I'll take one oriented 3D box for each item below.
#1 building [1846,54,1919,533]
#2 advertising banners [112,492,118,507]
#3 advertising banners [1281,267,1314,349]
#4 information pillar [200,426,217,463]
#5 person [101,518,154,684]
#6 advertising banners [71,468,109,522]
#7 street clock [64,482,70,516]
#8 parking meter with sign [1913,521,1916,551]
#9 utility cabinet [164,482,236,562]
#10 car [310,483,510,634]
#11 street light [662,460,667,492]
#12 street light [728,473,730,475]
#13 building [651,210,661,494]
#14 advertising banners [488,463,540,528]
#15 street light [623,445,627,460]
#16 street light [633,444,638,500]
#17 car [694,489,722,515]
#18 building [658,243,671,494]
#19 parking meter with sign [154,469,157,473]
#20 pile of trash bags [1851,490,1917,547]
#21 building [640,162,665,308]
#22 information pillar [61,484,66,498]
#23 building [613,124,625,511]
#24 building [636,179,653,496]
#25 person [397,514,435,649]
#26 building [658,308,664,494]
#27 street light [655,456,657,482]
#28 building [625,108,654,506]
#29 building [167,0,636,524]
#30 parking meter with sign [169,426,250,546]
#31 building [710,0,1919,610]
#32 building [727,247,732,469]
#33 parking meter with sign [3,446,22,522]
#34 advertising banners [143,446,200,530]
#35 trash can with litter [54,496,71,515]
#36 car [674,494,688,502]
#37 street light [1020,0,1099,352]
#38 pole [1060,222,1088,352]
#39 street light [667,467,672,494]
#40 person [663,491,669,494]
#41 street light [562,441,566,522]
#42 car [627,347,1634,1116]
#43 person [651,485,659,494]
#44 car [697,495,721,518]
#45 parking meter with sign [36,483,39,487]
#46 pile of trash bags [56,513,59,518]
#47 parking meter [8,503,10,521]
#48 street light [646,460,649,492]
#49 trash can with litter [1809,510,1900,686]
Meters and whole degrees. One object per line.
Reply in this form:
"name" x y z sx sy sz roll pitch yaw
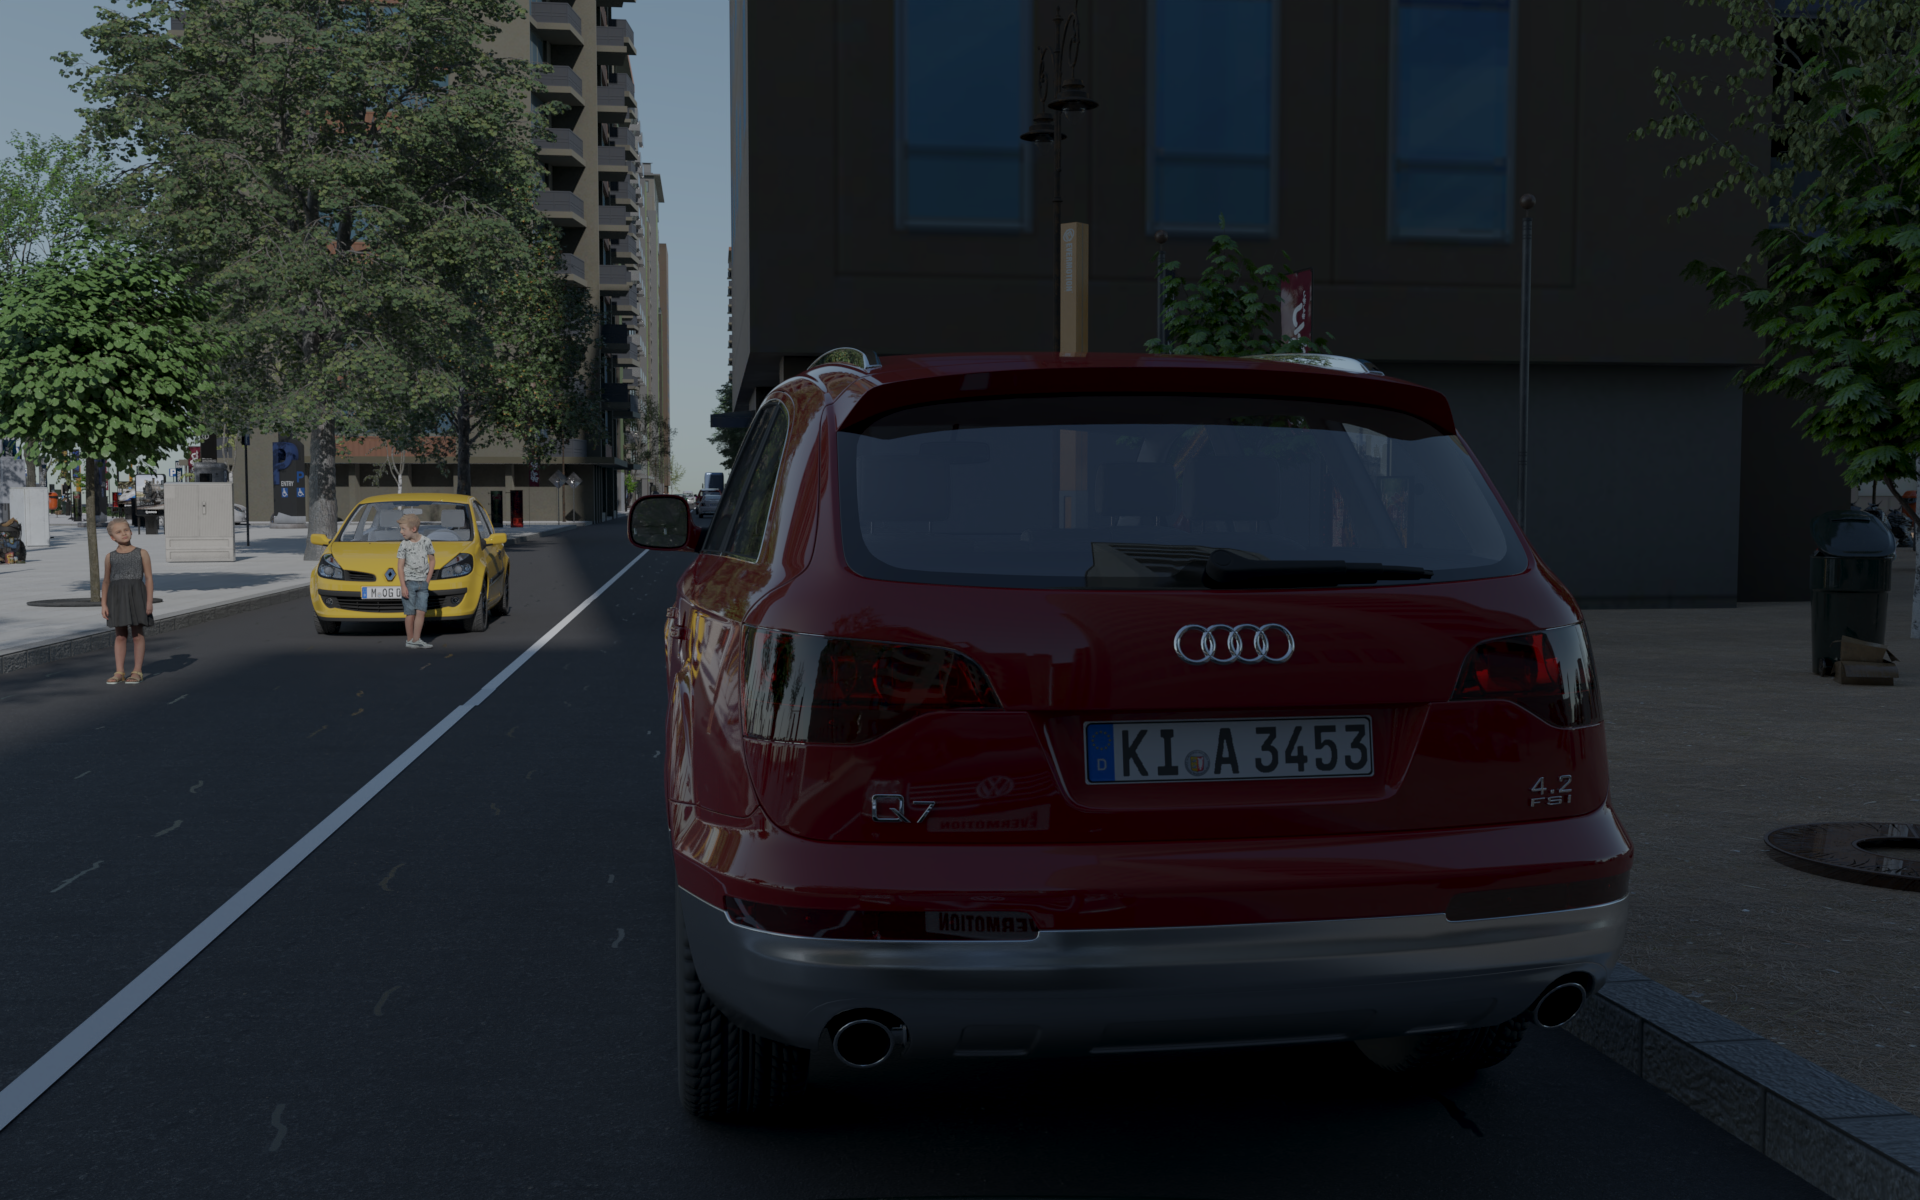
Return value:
"building" 28.390 -38.295 64.373 20.611 71.187 20.563 -1 4 -8
"advertising banners" -63.782 -8.235 130.836 2.074 3.025 0.090 0 4 -7
"advertising banners" 2.864 -1.023 12.913 0.090 3.025 2.074 -1 4 -17
"information pillar" -23.045 -3.778 53.130 0.504 3.616 0.183 -3 5 -42
"person" -6.316 0.002 13.145 0.362 1.253 0.373 0 4 -7
"advertising banners" -40.279 -5.135 80.145 2.074 3.025 0.090 1 4 16
"street clock" -52.670 -5.971 102.203 0.358 2.002 0.471 0 4 -7
"parking meter with sign" 22.239 -2.590 38.608 1.738 3.016 0.543 0 4 -2
"utility cabinet" -14.267 -1.457 32.509 1.173 1.500 0.318 -1 4 -16
"car" -5.963 -0.539 19.033 2.015 1.641 3.980 -1 4 -9
"street light" -40.801 -16.201 237.680 0.468 5.910 1.993 -1 4 -8
"street light" -41.602 -20.742 311.910 0.468 5.910 1.993 -1 4 -8
"building" -49.373 -34.145 241.864 14.154 41.232 14.086 -1 4 -8
"advertising banners" -17.022 -4.290 66.336 2.074 3.025 0.090 -2 4 -27
"street light" -26.029 -9.864 134.068 0.468 5.910 1.993 -1 4 -8
"street light" -29.054 -11.141 154.940 0.468 5.910 1.993 -1 4 -8
"car" -17.757 -6.992 122.993 2.281 1.827 5.304 -1 4 -8
"building" -57.161 -39.628 298.031 14.600 45.320 14.200 -1 4 -8
"parking meter with sign" -55.948 -7.679 121.816 1.738 3.016 0.543 1 4 11
"pile of trash bags" 22.396 -1.987 42.234 3.447 1.369 1.912 -2 4 -31
"building" -61.717 -42.012 276.130 28.713 52.752 27.495 -1 4 -8
"information pillar" -67.560 -7.710 130.555 0.304 2.012 0.304 -3 4 -36
"building" -31.682 -21.552 124.075 14.160 30.474 14.107 -1 4 -8
"building" -46.504 -32.641 217.279 14.154 41.232 14.086 -1 4 -8
"person" -5.053 -0.179 16.113 0.332 1.250 0.352 0 4 7
"building" -51.416 -29.701 257.311 14.160 30.474 14.107 -1 4 -8
"street light" -36.855 -14.497 209.814 0.468 5.910 1.993 -1 4 -8
"building" -46.941 -35.163 194.521 23.786 49.044 30.456 -1 4 -8
"building" -28.707 -26.758 92.111 22.147 44.769 28.867 -1 4 -8
"parking meter with sign" -18.297 -2.816 42.304 1.738 3.016 0.543 -1 4 -10
"building" 3.718 -22.875 24.119 14.600 45.320 14.200 -1 4 -8
"building" -28.956 -39.445 299.547 22.147 44.769 28.867 -1 4 -8
"parking meter with sign" -35.056 -4.075 62.895 0.543 3.016 1.738 3 5 39
"advertising banners" -28.483 -4.068 62.697 2.074 3.025 0.090 -1 4 -15
"trash can with litter" -55.056 -5.800 106.216 1.055 1.170 0.624 0 4 5
"car" -29.023 -10.190 178.399 2.131 1.459 4.920 0 4 -7
"street light" 0.928 -2.677 16.556 0.468 5.910 1.993 -1 4 -8
"pole" 0.865 -1.181 13.157 0.158 3.312 0.155 0 3 0
"street light" -44.865 -17.906 265.552 0.468 5.910 1.993 -1 4 -8
"person" -31.659 -10.830 186.367 0.742 1.727 0.445 -1 4 -9
"street light" -18.167 -6.516 79.323 0.468 5.910 1.993 -1 4 -8
"car" 0.066 0.184 5.664 2.281 1.827 5.304 -1 4 -10
"person" -11.868 -3.705 69.298 1.509 1.804 0.699 -3 5 -43
"car" -14.907 -5.662 104.928 2.083 1.381 4.827 -1 4 -9
"parking meter with sign" -62.440 -7.386 117.025 0.543 3.016 1.738 1 4 15
"pile of trash bags" -50.543 -5.188 94.582 3.447 1.369 1.912 1 4 23
"parking meter" -43.514 -4.494 79.193 0.399 1.863 0.255 -2 4 -30
"street light" -32.871 -12.815 182.317 0.468 5.910 1.993 -1 4 -8
"trash can with litter" 6.261 -0.035 11.968 0.624 1.170 1.055 1 4 13
